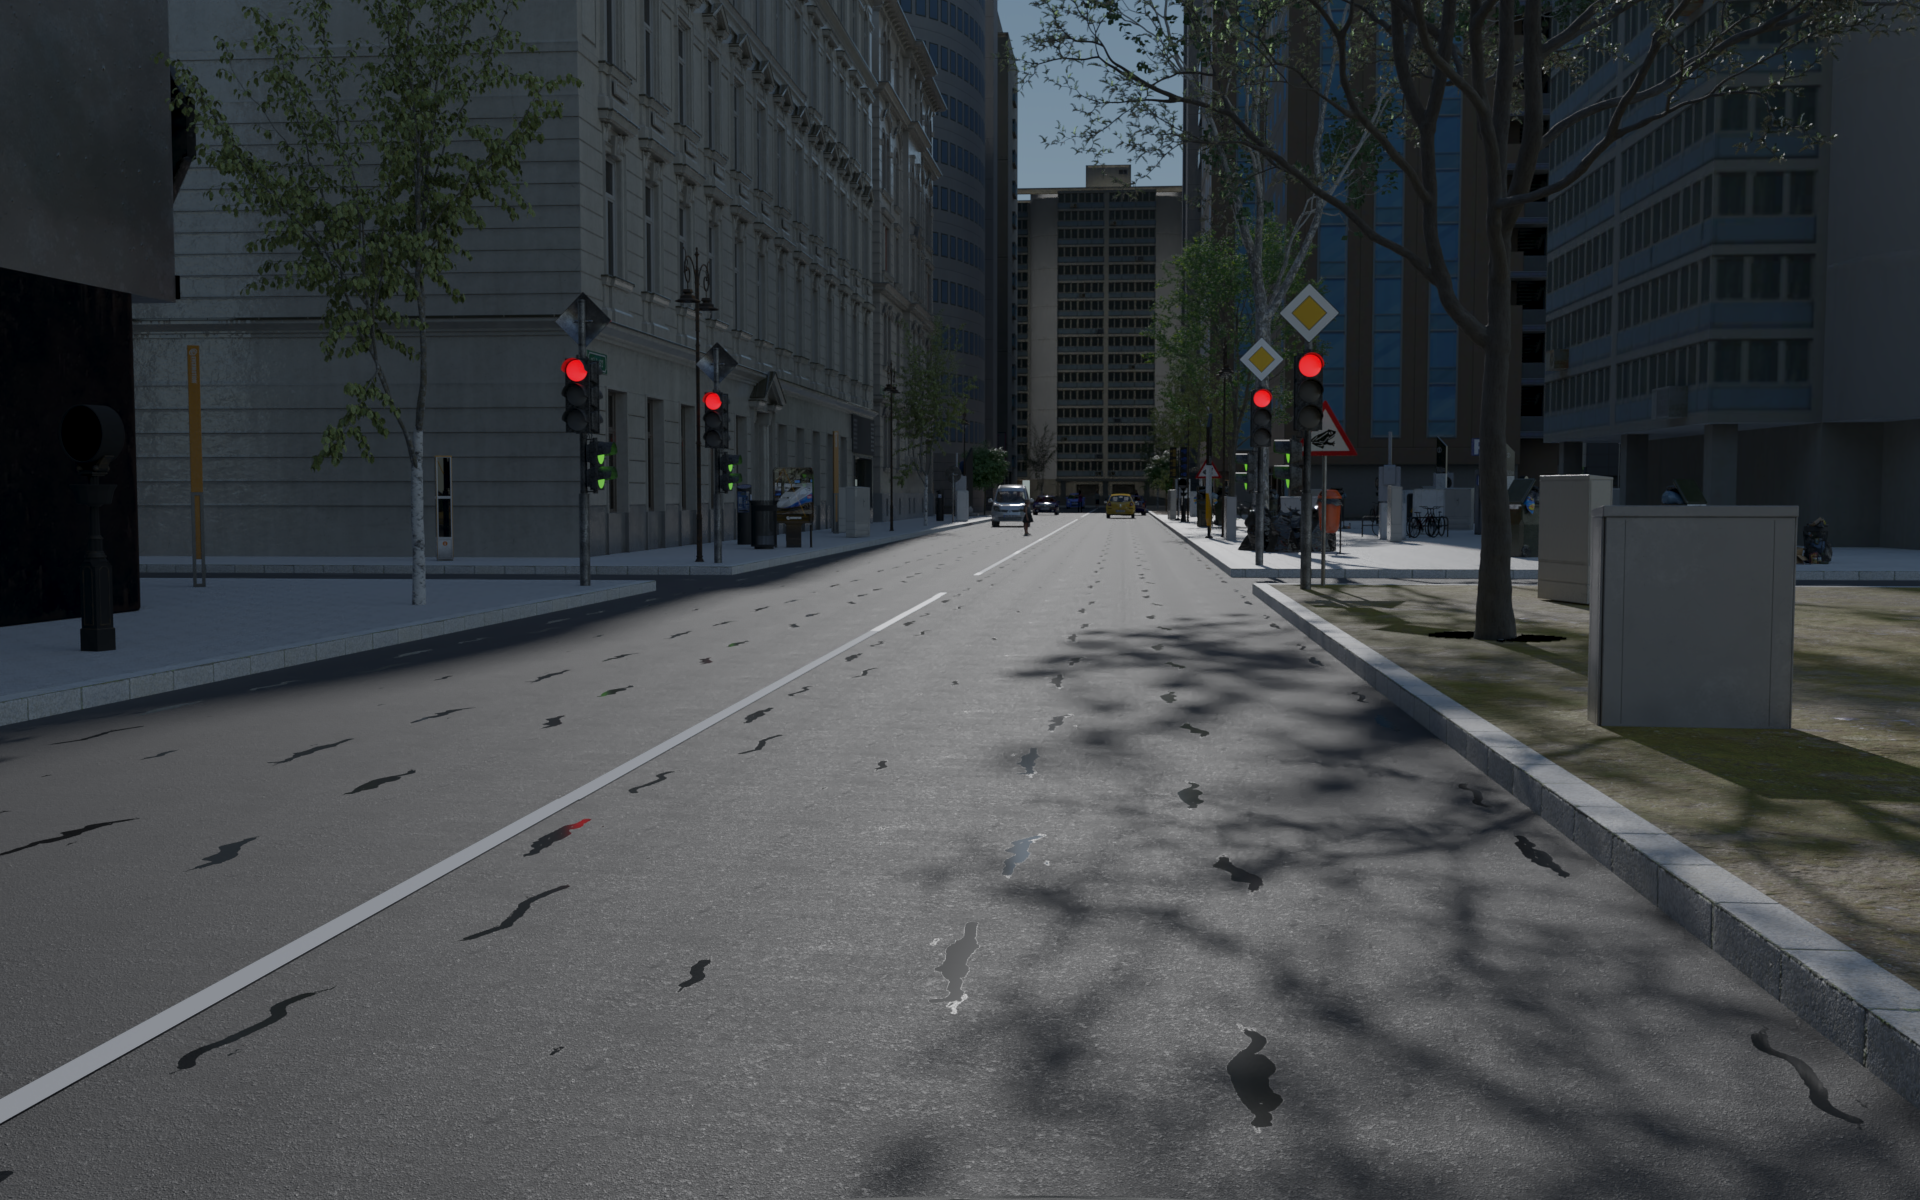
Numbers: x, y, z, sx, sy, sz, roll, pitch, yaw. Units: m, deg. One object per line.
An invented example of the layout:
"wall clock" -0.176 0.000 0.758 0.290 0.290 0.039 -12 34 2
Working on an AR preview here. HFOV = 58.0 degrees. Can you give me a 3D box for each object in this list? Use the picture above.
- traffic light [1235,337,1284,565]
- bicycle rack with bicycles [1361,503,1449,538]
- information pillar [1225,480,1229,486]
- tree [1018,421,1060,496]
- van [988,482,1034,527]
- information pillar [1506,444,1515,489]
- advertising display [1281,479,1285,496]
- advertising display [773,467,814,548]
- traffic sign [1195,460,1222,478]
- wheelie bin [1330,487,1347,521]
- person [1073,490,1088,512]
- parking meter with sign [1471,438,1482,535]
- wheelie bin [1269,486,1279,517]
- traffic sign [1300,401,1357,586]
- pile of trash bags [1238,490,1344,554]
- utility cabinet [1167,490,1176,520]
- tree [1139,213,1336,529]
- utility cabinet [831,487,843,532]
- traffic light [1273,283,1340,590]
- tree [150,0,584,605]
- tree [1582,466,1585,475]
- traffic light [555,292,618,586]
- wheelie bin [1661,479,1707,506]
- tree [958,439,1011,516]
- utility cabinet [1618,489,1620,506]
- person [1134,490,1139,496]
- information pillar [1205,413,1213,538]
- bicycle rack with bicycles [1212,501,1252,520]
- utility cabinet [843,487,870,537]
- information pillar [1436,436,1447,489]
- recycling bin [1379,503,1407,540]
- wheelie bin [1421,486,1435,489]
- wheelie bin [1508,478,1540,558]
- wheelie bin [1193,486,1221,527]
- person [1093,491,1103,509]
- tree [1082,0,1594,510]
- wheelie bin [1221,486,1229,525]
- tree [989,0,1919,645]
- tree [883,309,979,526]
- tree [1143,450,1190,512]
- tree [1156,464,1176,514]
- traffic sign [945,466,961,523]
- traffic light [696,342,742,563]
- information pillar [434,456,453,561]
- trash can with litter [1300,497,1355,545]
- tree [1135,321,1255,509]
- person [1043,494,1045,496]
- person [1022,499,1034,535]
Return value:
"traffic light" 5.388 -2.584 31.172 0.839 4.253 0.868 0 4 5
"bicycle rack with bicycles" 13.513 -2.348 51.772 2.925 0.926 2.852 -2 4 -35
"information pillar" 13.908 -5.246 90.271 0.304 2.012 0.304 2 4 33
"tree" 8.043 -13.727 174.804 4.360 8.622 3.978 0 3 0
"van" 2.290 -4.289 77.137 2.013 2.044 4.112 0 4 4
"information pillar" 25.185 -5.389 79.469 0.504 3.616 0.183 -1 4 -15
"advertising display" 13.414 -4.082 71.952 0.123 1.923 0.974 1 4 9
"advertising display" -3.983 -2.215 41.426 0.974 1.923 0.123 -1 4 -14
"traffic sign" 8.380 -3.573 58.421 0.884 2.594 0.081 1 4 13
"wheelie bin" 17.741 -4.499 81.459 0.980 1.594 0.693 -1 4 -21
"person" 9.434 -7.743 135.774 1.217 1.739 0.721 1 4 17
"parking meter with sign" 16.583 -3.579 54.775 0.543 3.016 1.738 2 4 26
"wheelie bin" 12.036 -3.649 67.569 0.693 1.594 0.980 2 4 27
"traffic sign" 5.080 -1.478 24.169 0.884 2.594 0.081 0 4 8
"pile of trash bags" 7.572 -1.750 38.371 1.912 1.369 3.447 -1 4 -14
"utility cabinet" 10.452 -4.699 85.501 0.318 1.500 1.173 0 4 0
"tree" 10.200 -8.464 64.134 9.928 11.665 9.643 0 3 0
"utility cabinet" -3.735 -3.001 57.744 1.173 1.500 0.318 -3 5 -40
"traffic light" 4.638 -2.098 23.222 0.839 4.253 0.868 0 4 5
"tree" -6.524 -4.251 19.866 4.737 8.622 4.395 0 3 0
"tree" 36.241 -6.602 102.549 1.663 3.219 1.824 0 3 0
"traffic light" -5.231 -2.154 24.134 0.839 4.253 0.868 0 4 5
"wheelie bin" 15.099 -1.731 36.214 0.980 1.594 0.693 -2 4 -28
"tree" 1.414 -7.357 104.002 4.285 4.588 4.351 0 3 0
"utility cabinet" 25.964 -3.690 69.008 0.318 1.500 1.173 -2 4 -33
"person" 14.928 -8.476 147.089 0.705 1.822 1.348 -2 4 -24
"information pillar" 7.207 -3.595 50.137 0.183 3.616 0.504 1 4 18
"bicycle rack with bicycles" 13.832 -4.426 85.743 2.852 0.926 2.925 -1 4 -11
"utility cabinet" -3.008 -2.605 51.275 0.318 1.500 1.173 1 4 19
"information pillar" 19.425 -4.805 69.922 0.183 3.616 0.504 -3 4 -37
"recycling bin" 12.220 -2.225 48.932 0.722 1.027 0.722 1 4 10
"wheelie bin" 18.366 -3.686 68.178 0.980 1.594 0.693 -2 4 -28
"wheelie bin" 11.470 -1.675 35.294 0.693 1.594 0.980 -1 4 -22
"wheelie bin" 9.611 -3.662 67.779 0.980 1.594 0.693 1 4 12
"person" 13.074 -9.472 164.151 1.217 1.735 0.721 -2 4 -35
"tree" 8.419 -11.291 40.491 12.611 20.169 13.585 0 3 0
"wheelie bin" 10.814 -3.846 70.793 0.980 1.594 0.693 -3 4 -38
"tree" 4.586 -6.395 14.929 12.009 13.543 11.850 0 3 0
"tree" -1.347 -7.296 69.652 4.737 8.622 4.395 0 3 0
"tree" 14.973 -8.694 125.867 4.285 4.588 4.351 0 3 0
"tree" 13.337 -7.024 109.444 1.663 3.219 1.824 0 3 0
"traffic sign" -0.317 -4.769 78.071 0.768 2.556 0.104 1 4 14
"traffic light" -4.481 -2.640 32.084 0.839 4.253 0.868 0 4 5
"information pillar" -9.905 -1.757 33.226 0.304 2.012 0.304 -1 4 -22
"trash can with litter" 8.916 -2.061 44.757 1.678 1.210 2.233 -1 4 -9
"tree" 10.533 -7.555 73.884 4.737 8.622 4.395 0 3 0
"person" 6.483 -7.583 135.711 0.599 1.433 0.991 2 4 29
"person" 2.399 -2.918 60.872 0.373 1.253 0.362 2 4 30
